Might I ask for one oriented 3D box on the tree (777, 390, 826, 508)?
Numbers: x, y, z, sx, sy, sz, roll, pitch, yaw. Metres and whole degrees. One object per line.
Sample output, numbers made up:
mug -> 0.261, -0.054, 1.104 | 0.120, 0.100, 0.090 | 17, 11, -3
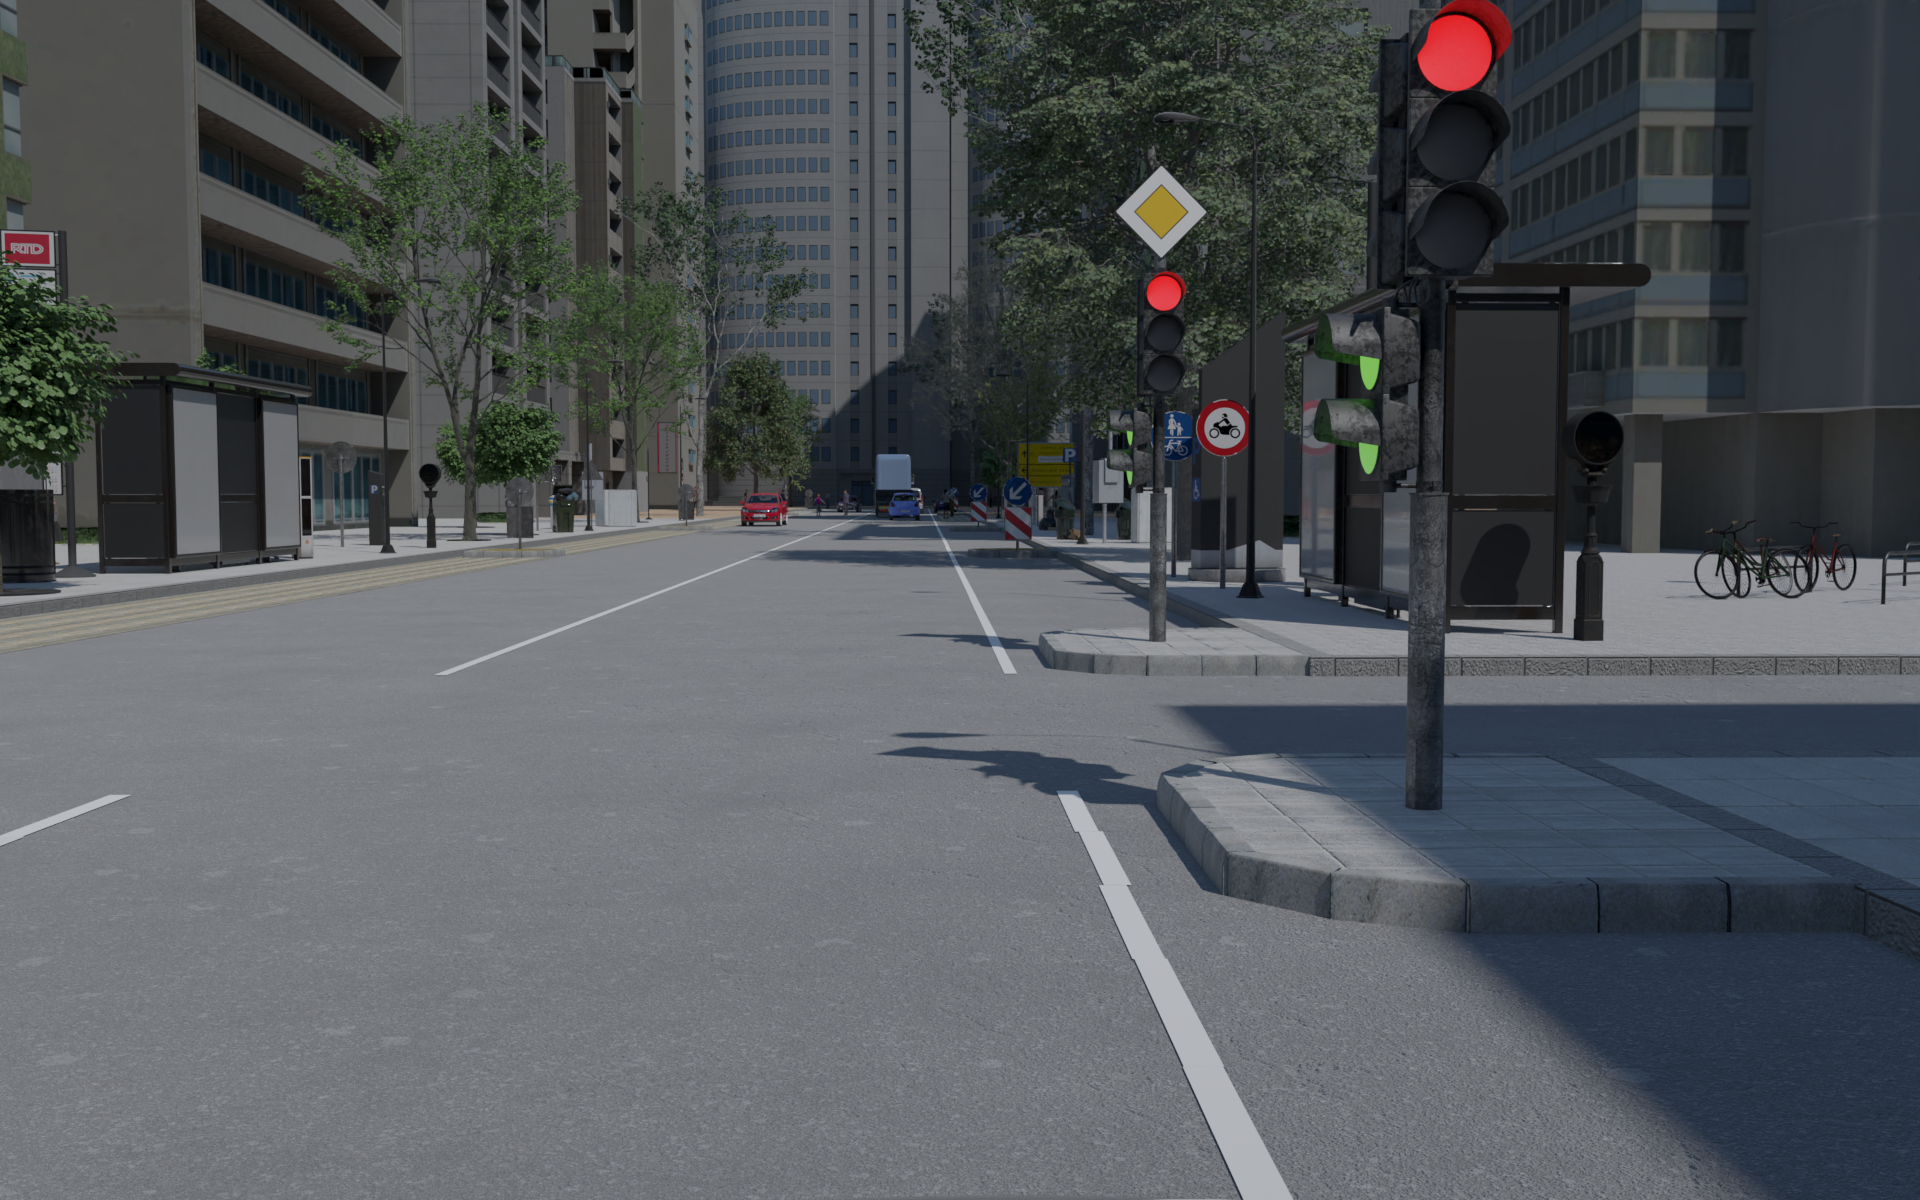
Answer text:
tree -> -16.290, -14.651, 165.304 | 9.928, 11.665, 9.643 | 0, 3, 0

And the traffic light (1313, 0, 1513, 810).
traffic light -> 1.881, -1.104, 6.979 | 0.839, 4.253, 0.868 | 0, 4, -1

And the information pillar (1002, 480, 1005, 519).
information pillar -> 2.318, -5.080, 87.542 | 0.304, 2.012, 0.304 | -2, 4, -24

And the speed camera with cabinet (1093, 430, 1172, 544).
speed camera with cabinet -> 4.512, -3.109, 45.175 | 2.038, 3.252, 0.660 | -1, 4, -13

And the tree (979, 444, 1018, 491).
tree -> 2.667, -7.713, 109.818 | 4.285, 4.588, 4.351 | 0, 3, 0

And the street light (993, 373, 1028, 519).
street light -> 2.067, -5.768, 66.851 | 1.470, 5.913, 1.316 | 0, 4, -1

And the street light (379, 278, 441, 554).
street light -> -11.839, -3.961, 37.299 | 1.470, 5.913, 1.316 | 0, 4, -1

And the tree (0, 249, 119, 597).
tree -> -12.278, -2.351, 22.154 | 4.285, 4.588, 4.351 | 0, 3, 0

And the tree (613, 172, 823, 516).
tree -> -14.266, -14.941, 100.176 | 12.611, 20.169, 13.585 | 0, 3, 0

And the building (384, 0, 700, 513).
building -> -33.872, -31.947, 146.037 | 21.600, 48.544, 21.300 | 0, 4, -1

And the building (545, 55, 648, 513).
building -> -29.485, -21.166, 117.766 | 14.160, 30.474, 14.107 | 0, 4, -1

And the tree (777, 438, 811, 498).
tree -> -15.609, -12.589, 156.187 | 4.737, 8.622, 4.395 | 0, 3, 0

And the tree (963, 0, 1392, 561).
tree -> 4.487, -7.734, 33.101 | 9.857, 13.997, 8.962 | 0, 3, 0

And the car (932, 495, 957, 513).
car -> -1.133, -7.344, 132.653 | 1.945, 1.354, 3.894 | 0, 4, -2

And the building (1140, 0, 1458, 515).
building -> 15.453, -24.427, 82.971 | 14.154, 41.232, 14.086 | 0, 4, -1

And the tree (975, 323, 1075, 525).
tree -> 3.001, -7.471, 72.507 | 4.737, 8.622, 4.395 | 0, 3, 0

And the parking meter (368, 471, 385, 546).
parking meter -> -14.513, -2.291, 43.170 | 0.399, 1.863, 0.255 | 1, 4, 10

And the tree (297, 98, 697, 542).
tree -> -13.472, -7.406, 46.850 | 9.928, 11.665, 9.643 | 0, 3, 0

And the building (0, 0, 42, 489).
building -> -26.939, -21.168, 29.694 | 14.154, 41.232, 14.086 | 0, 4, -1

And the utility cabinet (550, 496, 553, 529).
utility cabinet -> -14.853, -3.224, 63.880 | 0.306, 1.237, 1.020 | 0, 4, 2

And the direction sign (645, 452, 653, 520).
direction sign -> -15.599, -5.792, 86.693 | 0.379, 3.537, 0.876 | -1, 4, -11

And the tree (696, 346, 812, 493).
tree -> -15.909, -13.272, 134.006 | 9.611, 12.733, 9.660 | 0, 3, 0

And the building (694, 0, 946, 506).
building -> -15.335, -39.700, 191.094 | 28.212, 58.520, 21.231 | 0, 4, -1

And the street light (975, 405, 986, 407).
street light -> 1.470, -7.192, 90.122 | 1.470, 5.913, 1.316 | 0, 4, -1

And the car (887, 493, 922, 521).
car -> -3.052, -5.222, 94.966 | 1.945, 1.707, 3.694 | 0, 4, -3

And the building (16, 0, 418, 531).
building -> -31.777, -26.448, 56.129 | 21.300, 48.544, 21.600 | 0, 4, -1

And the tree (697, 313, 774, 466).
tree -> -14.707, -9.278, 77.452 | 9.928, 11.665, 9.643 | 0, 3, 0

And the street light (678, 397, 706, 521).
street light -> -12.859, -6.764, 83.136 | 1.470, 5.913, 1.316 | 0, 4, -1

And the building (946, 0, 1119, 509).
building -> 12.961, -39.742, 191.784 | 28.212, 58.520, 21.231 | 0, 4, -1

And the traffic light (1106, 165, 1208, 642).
traffic light -> 1.701, -1.593, 14.962 | 0.839, 4.253, 0.868 | 0, 4, -1

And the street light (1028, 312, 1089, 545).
street light -> 2.576, -4.367, 43.947 | 1.470, 5.913, 1.316 | 0, 4, -1

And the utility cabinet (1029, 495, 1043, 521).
utility cabinet -> 3.618, -4.390, 82.934 | 0.306, 1.237, 1.020 | -2, 4, -25

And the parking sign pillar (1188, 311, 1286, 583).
parking sign pillar -> 4.113, -2.273, 25.634 | 1.447, 3.967, 1.447 | -1, 4, -12

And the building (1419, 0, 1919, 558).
building -> 25.611, -21.430, 42.258 | 23.993, 40.220, 32.217 | 0, 4, -1

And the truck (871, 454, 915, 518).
truck -> -4.197, -7.446, 111.508 | 2.967, 4.110, 18.799 | 0, 4, -3

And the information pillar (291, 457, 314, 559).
information pillar -> -13.032, -1.821, 34.271 | 0.304, 2.012, 0.304 | 2, 4, 31

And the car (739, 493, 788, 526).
car -> -8.824, -4.228, 78.171 | 2.155, 1.783, 4.494 | 0, 4, 0

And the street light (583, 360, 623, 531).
street light -> -12.356, -5.350, 60.014 | 1.470, 5.913, 1.316 | 0, 4, -1

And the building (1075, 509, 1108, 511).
building -> 19.675, -36.789, 143.498 | 21.231, 58.520, 28.212 | 0, 4, -1

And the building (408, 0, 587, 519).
building -> -32.714, -40.370, 98.295 | 20.563, 71.187, 20.611 | 0, 4, -1

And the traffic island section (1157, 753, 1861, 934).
traffic island section -> 1.921, 0.929, 7.094 | 2.009, 0.180, 2.903 | 0, 4, -1

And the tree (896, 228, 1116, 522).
tree -> 2.211, -10.435, 80.980 | 12.009, 13.543, 11.850 | 0, 3, 0

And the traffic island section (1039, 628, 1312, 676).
traffic island section -> 1.741, 0.441, 15.077 | 2.009, 0.180, 2.903 | 0, 4, -1

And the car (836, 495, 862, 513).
car -> -8.580, -7.448, 134.362 | 1.945, 1.354, 3.894 | 0, 4, 0

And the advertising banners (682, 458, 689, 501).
advertising banners -> -13.619, -5.478, 85.745 | 0.090, 3.025, 2.074 | 0, 4, 1

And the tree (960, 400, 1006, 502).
tree -> 1.938, -10.861, 127.935 | 4.360, 8.622, 3.978 | 0, 3, 0

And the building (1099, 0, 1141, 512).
building -> 20.815, -28.119, 114.363 | 22.147, 44.769, 28.867 | 0, 4, -1

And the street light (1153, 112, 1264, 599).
street light -> 3.052, -2.979, 21.256 | 1.470, 5.913, 1.316 | 0, 4, -1

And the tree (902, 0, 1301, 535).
tree -> 5.322, -12.044, 52.813 | 12.611, 20.169, 13.585 | 0, 3, 0

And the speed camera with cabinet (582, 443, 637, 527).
speed camera with cabinet -> -13.702, -4.488, 67.713 | 2.038, 3.252, 0.660 | 1, 4, 9
